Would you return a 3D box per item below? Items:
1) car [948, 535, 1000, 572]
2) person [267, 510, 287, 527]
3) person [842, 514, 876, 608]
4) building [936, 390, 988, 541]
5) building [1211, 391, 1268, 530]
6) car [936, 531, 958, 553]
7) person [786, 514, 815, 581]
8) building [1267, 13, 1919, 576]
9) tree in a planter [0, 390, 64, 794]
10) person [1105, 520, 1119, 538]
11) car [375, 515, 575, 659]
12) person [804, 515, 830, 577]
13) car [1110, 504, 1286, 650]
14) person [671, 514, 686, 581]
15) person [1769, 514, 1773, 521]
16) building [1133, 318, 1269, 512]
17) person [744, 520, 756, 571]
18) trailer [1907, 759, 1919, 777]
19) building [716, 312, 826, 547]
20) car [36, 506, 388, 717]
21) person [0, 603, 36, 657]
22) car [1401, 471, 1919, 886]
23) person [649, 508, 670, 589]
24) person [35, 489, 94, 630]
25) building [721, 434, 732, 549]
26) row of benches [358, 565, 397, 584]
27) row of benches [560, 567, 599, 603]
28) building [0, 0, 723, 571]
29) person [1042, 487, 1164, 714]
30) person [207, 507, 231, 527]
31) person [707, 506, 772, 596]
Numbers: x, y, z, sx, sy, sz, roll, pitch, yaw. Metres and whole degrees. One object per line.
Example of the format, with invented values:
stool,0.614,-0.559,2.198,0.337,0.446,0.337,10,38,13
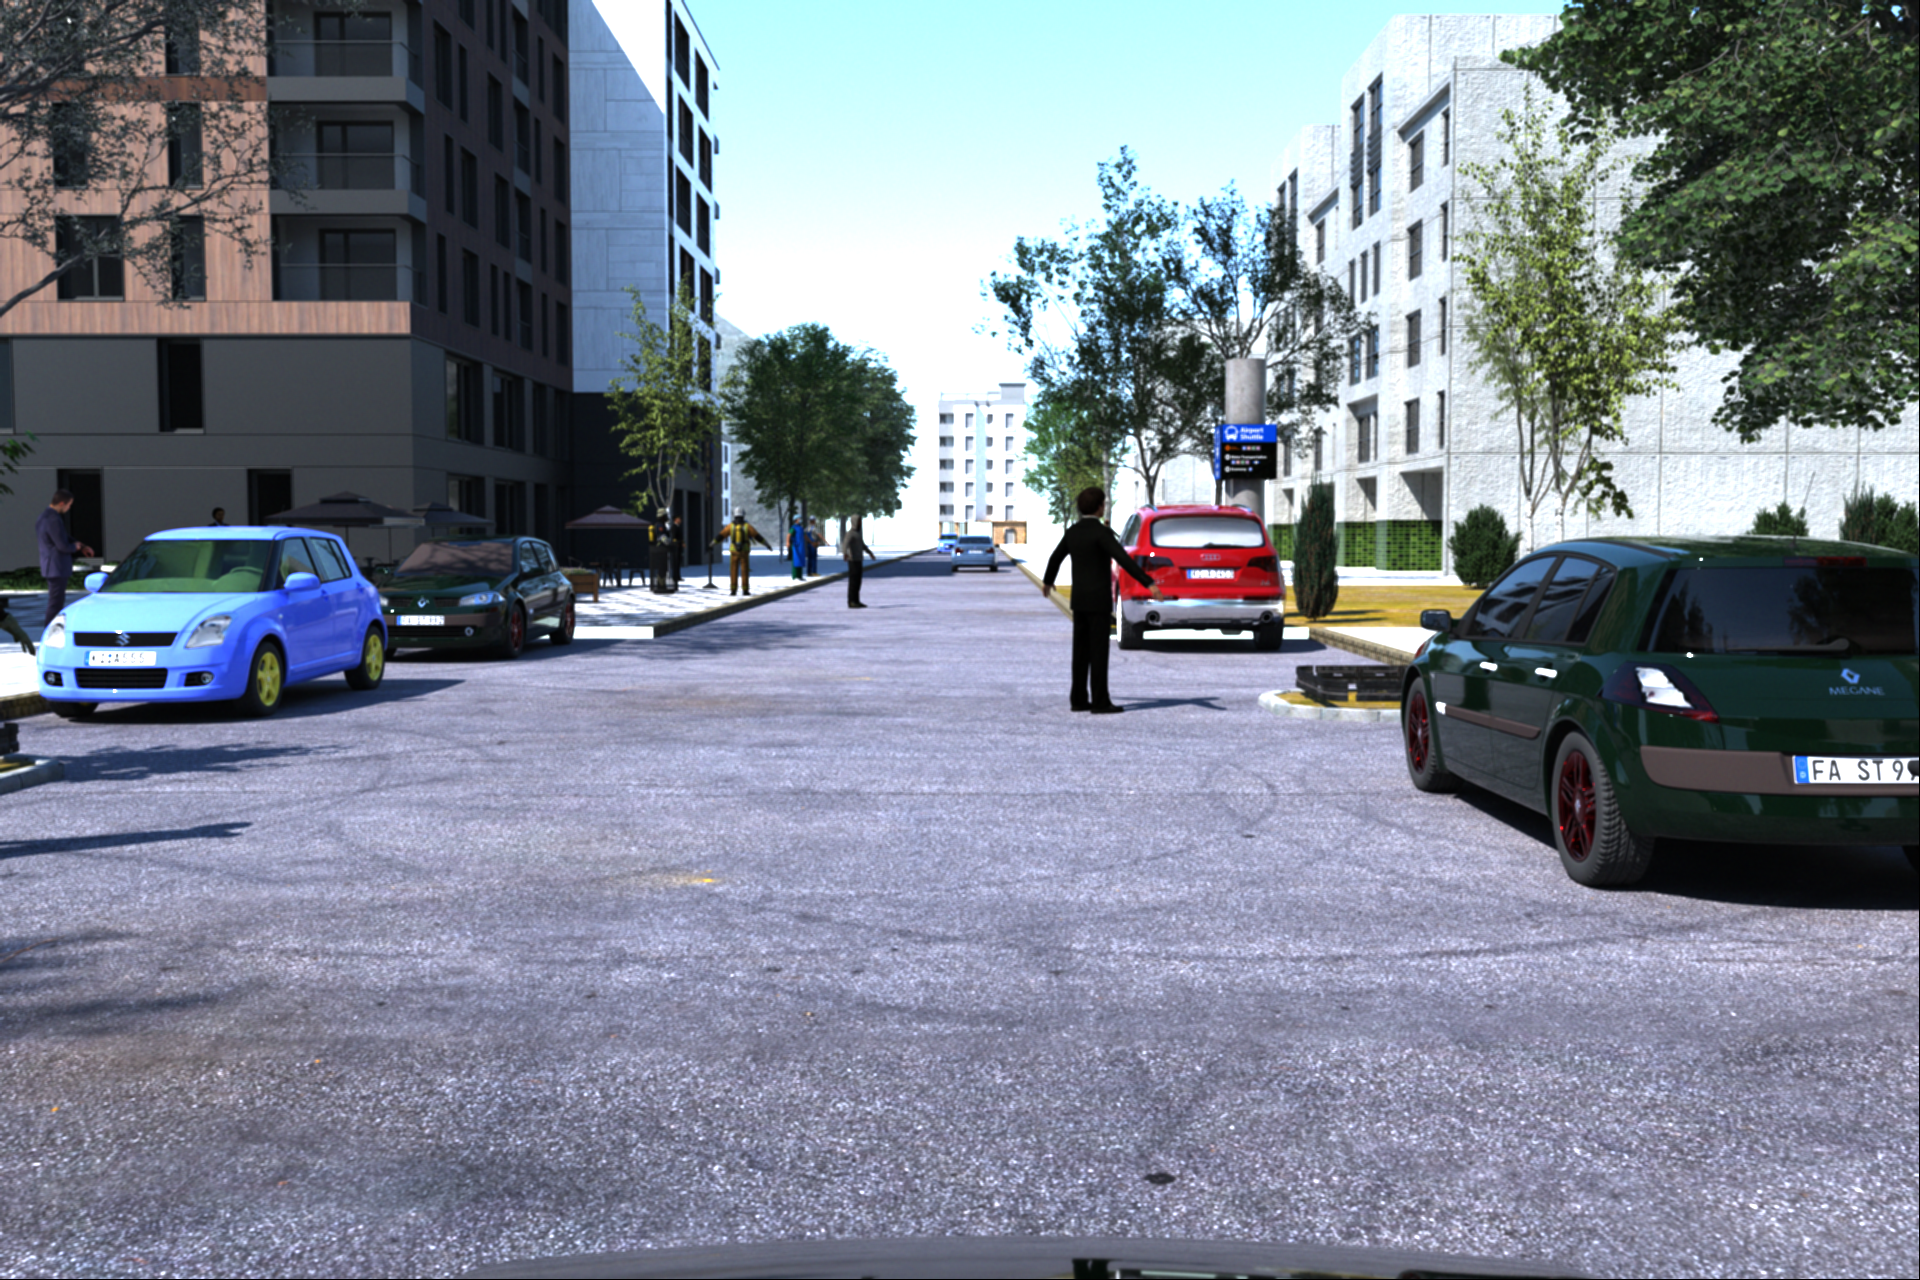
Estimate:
car,0.546,-3.318,66.244,2.014,1.417,4.499,0,4,0
person,-14.626,-1.901,37.270,1.347,1.806,0.705,2,4,24
person,-2.004,-1.532,33.626,0.705,1.813,1.348,1,4,21
building,-2.719,-22.093,220.104,11.380,20.090,16.016,0,4,3
building,21.058,-9.757,101.681,9.099,9.664,28.070,0,4,1
car,-0.813,-7.366,130.019,1.945,1.707,3.694,0,4,1
person,-4.383,-2.508,47.127,0.704,1.817,1.347,2,4,28
building,23.166,-12.306,67.661,16.747,18.905,31.486,0,4,0
tree in a planter,-6.271,-0.759,9.625,1.991,3.239,1.994,0,4,1
person,5.281,-3.431,62.363,1.348,1.796,0.705,-1,4,-12
car,-5.923,-0.693,21.123,2.009,1.686,4.222,0,4,1
person,-4.441,-2.842,52.320,1.347,1.847,0.705,3,5,45
car,2.991,-0.876,22.993,2.281,1.827,5.304,0,4,1
person,-7.660,-2.516,47.069,0.705,1.837,1.347,0,4,1
person,21.179,-2.414,45.608,0.704,1.843,1.345,2,4,29
building,24.666,-17.356,150.236,16.747,18.905,31.486,0,4,1
person,-7.335,-3.272,59.964,0.721,1.772,1.216,-2,4,-28
trailer,3.084,0.212,3.579,1.471,1.999,3.904,0,3,0
building,-24.068,-21.291,179.033,19.493,23.208,18.063,0,4,1
car,-6.237,-0.312,14.689,1.945,1.707,3.694,0,4,1
person,-4.691,0.075,7.361,1.346,1.812,0.704,-1,4,-13
car,3.379,0.083,8.426,2.009,1.686,4.222,0,4,1
person,-6.602,-2.008,38.605,0.705,1.856,1.354,-1,4,-16
person,-9.717,-0.755,18.834,0.568,1.767,0.683,-3,5,-42
building,-24.165,-12.666,149.236,9.099,9.664,28.070,0,4,1
row of benches,-11.989,-1.142,34.132,4.104,0.672,1.422,3,4,36
row of benches,-8.113,-1.105,33.525,1.422,0.672,4.104,-3,4,-37
building,-24.536,-13.234,60.347,27.936,21.610,32.646,0,4,0
person,1.082,-0.323,13.932,0.705,1.806,1.347,-3,5,-39
person,-12.774,-1.423,29.982,1.216,1.740,0.721,-3,5,-42
person,-4.589,-1.854,36.075,1.354,1.858,0.705,0,4,-3
